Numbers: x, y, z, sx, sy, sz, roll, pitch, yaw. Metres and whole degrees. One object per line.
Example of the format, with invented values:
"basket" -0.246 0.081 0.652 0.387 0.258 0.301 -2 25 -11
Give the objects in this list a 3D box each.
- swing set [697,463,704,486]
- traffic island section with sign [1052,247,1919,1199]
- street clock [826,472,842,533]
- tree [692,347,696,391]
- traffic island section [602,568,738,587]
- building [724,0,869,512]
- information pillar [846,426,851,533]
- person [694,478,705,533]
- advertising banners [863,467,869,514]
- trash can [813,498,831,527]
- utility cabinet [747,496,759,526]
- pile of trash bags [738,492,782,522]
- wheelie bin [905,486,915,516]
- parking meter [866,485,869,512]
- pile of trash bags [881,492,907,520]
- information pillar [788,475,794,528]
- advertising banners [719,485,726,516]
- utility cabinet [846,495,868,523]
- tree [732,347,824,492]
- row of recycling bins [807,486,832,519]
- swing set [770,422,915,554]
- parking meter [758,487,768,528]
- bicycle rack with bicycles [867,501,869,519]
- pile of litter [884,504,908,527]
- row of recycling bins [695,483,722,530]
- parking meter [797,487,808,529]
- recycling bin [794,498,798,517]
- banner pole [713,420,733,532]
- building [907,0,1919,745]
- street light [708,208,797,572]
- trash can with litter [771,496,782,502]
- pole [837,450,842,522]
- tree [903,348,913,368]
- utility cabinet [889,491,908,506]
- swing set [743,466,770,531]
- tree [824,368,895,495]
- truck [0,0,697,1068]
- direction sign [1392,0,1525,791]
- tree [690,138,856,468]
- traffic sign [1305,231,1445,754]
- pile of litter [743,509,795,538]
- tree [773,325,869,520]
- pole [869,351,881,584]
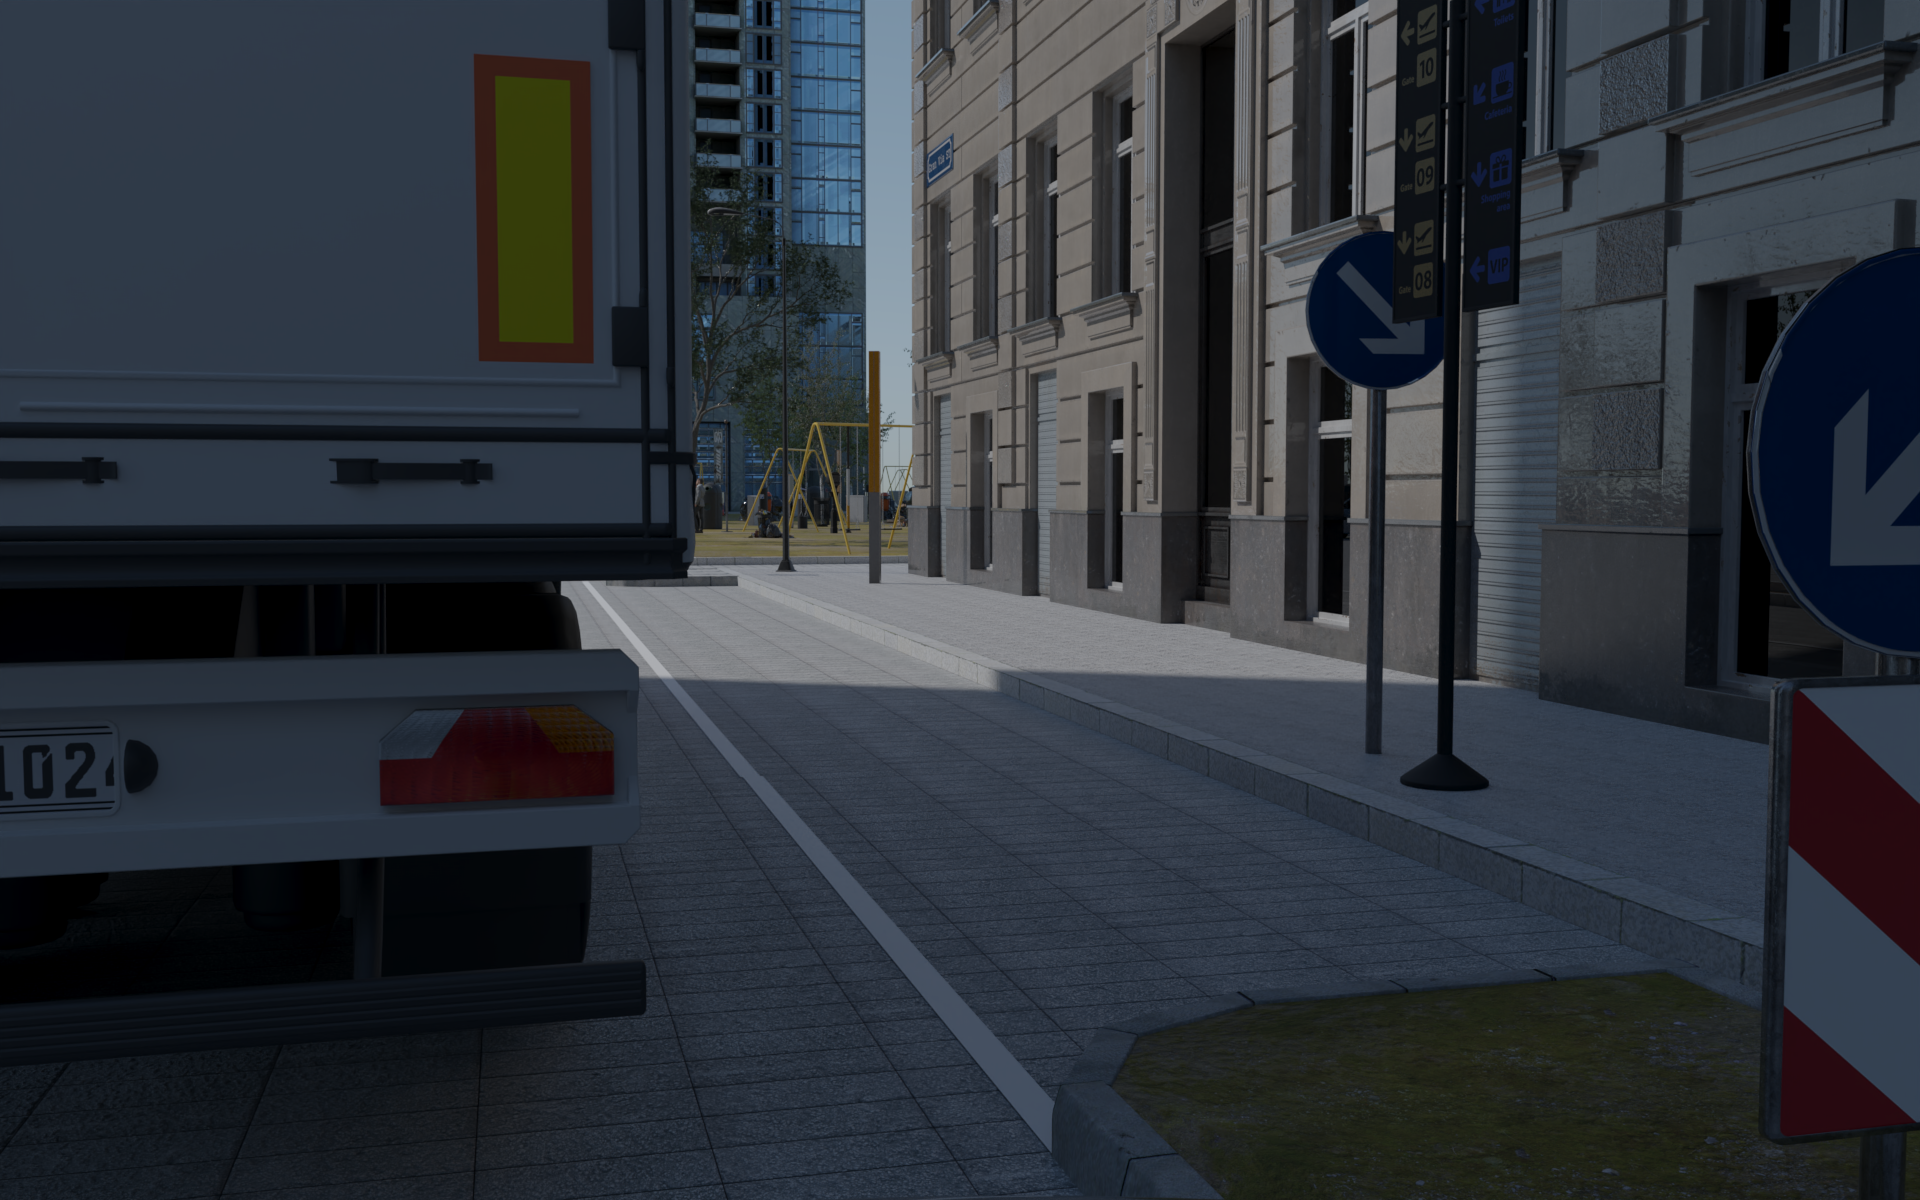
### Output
"swing set" -14.379 -5.413 86.126 3.119 2.851 2.862 0 4 0
"traffic island section with sign" 1.267 0.312 3.531 1.989 1.847 2.006 -1 4 -14
"street clock" -4.112 -3.174 56.470 0.471 2.002 0.358 -2 4 -30
"tree" -15.239 -9.288 77.620 9.928 11.665 9.643 0 3 0
"traffic island section" -4.777 -0.359 28.156 2.009 0.180 2.903 -1 4 -14
"building" -19.308 -50.476 137.956 22.319 86.520 31.000 -1 4 -14
"information pillar" -3.698 -4.032 57.283 0.183 3.616 0.504 0 4 -6
"person" -8.576 -3.084 56.652 0.473 1.802 0.592 2 4 25
"advertising banners" -5.932 -6.882 108.706 0.090 3.025 2.074 0 4 6
"trash can" -5.414 -3.442 67.929 0.748 1.137 0.748 0 3 0
"utility cabinet" -8.340 -3.649 70.816 0.306 1.237 1.020 1 4 17
"pile of trash bags" -9.208 -4.337 80.669 1.912 1.369 3.447 -1 4 -16
"wheelie bin" -0.968 -2.181 43.573 0.693 1.594 0.980 2 4 35
"parking meter" -5.772 -6.399 110.336 0.255 1.863 0.399 3 4 38
"pile of trash bags" -3.247 -4.659 85.920 1.912 1.369 3.447 1 4 16
"information pillar" -6.467 -3.711 65.170 0.304 2.012 0.304 2 4 25
"advertising banners" -13.854 -6.422 101.182 0.090 3.025 2.074 0 4 8
"utility cabinet" -4.660 -4.110 78.358 1.020 1.237 0.306 3 4 36
"tree" -9.413 -8.253 85.304 4.737 8.622 4.395 0 3 0
"row of recycling bins" -7.381 -5.092 90.374 1.069 1.692 3.534 0 4 7
"swing set" -2.104 -2.507 38.615 3.119 2.851 2.862 -3 4 -36
"parking meter" -7.498 -3.515 65.876 0.372 1.533 0.369 0 3 0
"bicycle rack with bicycles" -4.246 -4.727 90.667 2.925 0.926 2.852 -2 4 -30
"pile of litter" -1.981 -3.291 67.778 1.719 0.858 1.176 0 4 4
"row of recycling bins" -10.157 -3.466 63.783 3.534 1.692 1.069 2 4 34
"parking meter" -5.818 -3.399 63.987 0.372 1.533 0.369 0 3 0
"recycling bin" -10.383 -5.795 107.298 0.722 1.027 0.722 0 4 -7
"banner pole" -7.990 -4.165 58.108 0.401 3.779 0.863 2 4 35
"building" 7.656 -13.432 16.869 12.463 27.353 25.104 -1 4 -14
"street light" -3.407 -3.416 28.385 1.470 5.913 1.316 -1 4 -14
"trash can with litter" -10.982 -5.582 102.647 0.624 1.170 1.055 1 4 12
"pole" -5.622 -5.306 80.603 0.158 3.312 0.155 0 3 0
"tree" 0.549 -6.538 57.254 4.360 8.622 3.978 0 3 0
"utility cabinet" -3.805 -6.030 107.262 1.173 1.500 0.318 -1 4 -12
"swing set" -5.620 -3.835 60.323 2.862 2.851 3.119 1 4 18
"tree" -6.144 -9.203 100.826 4.737 8.622 4.395 0 3 0
"truck" -3.165 -1.167 8.001 2.839 4.237 11.283 -1 4 -16
"direction sign" 2.140 -0.951 7.546 0.379 3.537 0.876 -1 4 -19
"tree" -7.277 -6.837 46.201 8.767 10.594 7.601 -1 4 -18
"traffic sign" 2.048 -0.513 8.498 0.768 2.556 0.104 0 4 -5
"pile of litter" -5.599 -2.252 50.791 1.176 0.858 1.719 -3 5 -42
"tree" -5.734 -7.443 72.061 4.360 8.622 3.978 0 3 0
"pole" -1.218 -1.893 24.789 0.158 3.312 0.155 0 3 0
